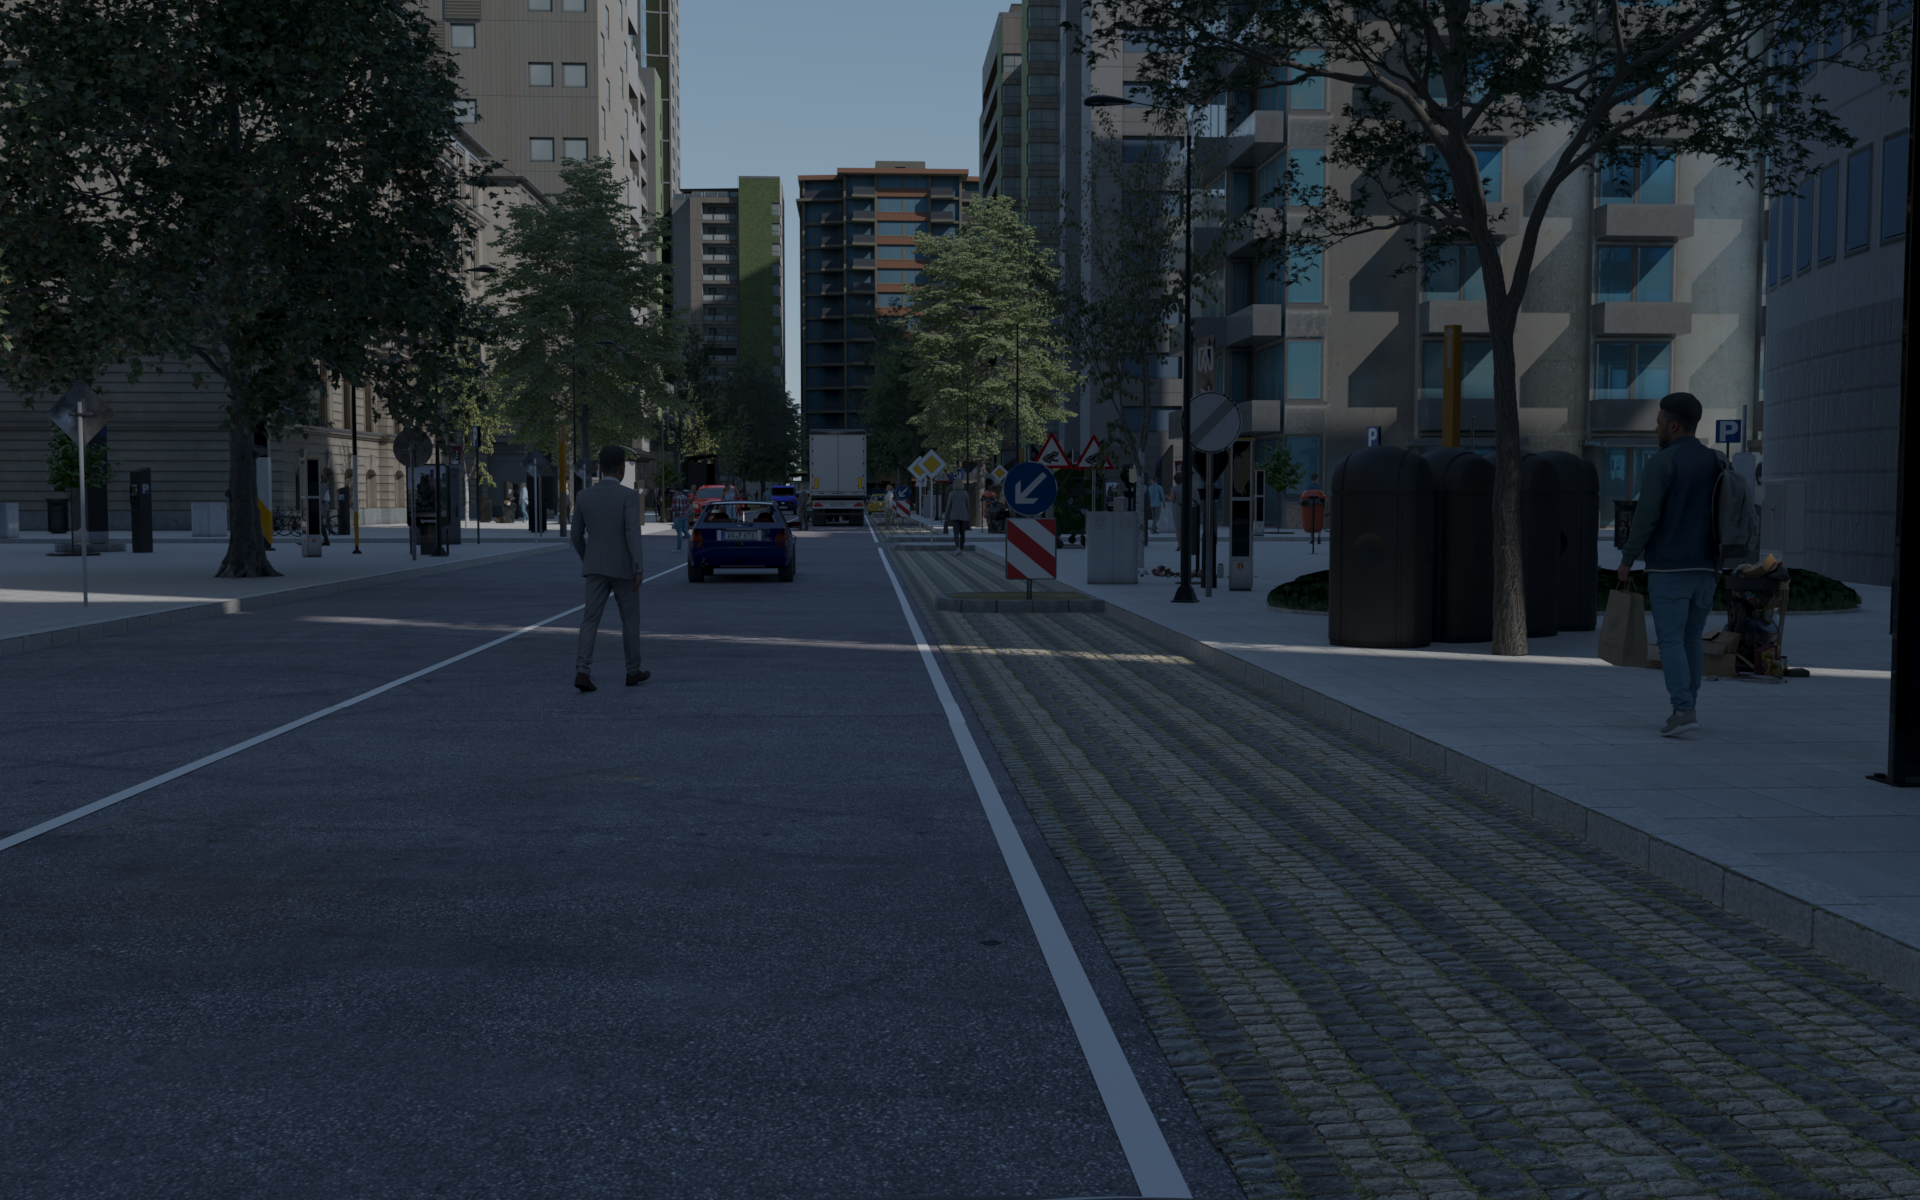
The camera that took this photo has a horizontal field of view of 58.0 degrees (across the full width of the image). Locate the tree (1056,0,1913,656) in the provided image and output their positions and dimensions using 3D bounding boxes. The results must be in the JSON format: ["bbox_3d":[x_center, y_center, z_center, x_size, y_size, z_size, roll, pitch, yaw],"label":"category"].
[{"bbox_3d":[4.568,-4.856,13.816,8.767,10.594,7.601,2,4,26],"label":"tree"}]

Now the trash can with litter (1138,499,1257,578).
[{"bbox_3d":[3.528,-0.988,27.210,1.678,1.210,2.233,-1,4,-20],"label":"trash can with litter"}]

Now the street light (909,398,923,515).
[{"bbox_3d":[-1.641,-6.771,83.243,1.470,5.913,1.316,0,4,-3],"label":"street light"}]

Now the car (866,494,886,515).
[{"bbox_3d":[-5.487,-6.708,119.899,2.015,1.641,3.980,0,4,-3],"label":"car"}]

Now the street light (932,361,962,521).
[{"bbox_3d":[-0.268,-5.393,60.709,1.470,5.913,1.316,0,4,-3],"label":"street light"}]

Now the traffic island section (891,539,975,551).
[{"bbox_3d":[-0.686,-1.368,44.644,2.009,0.180,2.903,0,4,-3],"label":"traffic island section"}]

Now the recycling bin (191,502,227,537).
[{"bbox_3d":[-22.651,-2.429,52.260,0.722,1.027,0.722,1,4,22],"label":"recycling bin"}]

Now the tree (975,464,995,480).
[{"bbox_3d":[1.669,-6.489,100.691,1.663,3.219,1.824,0,3,0],"label":"tree"}]

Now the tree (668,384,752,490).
[{"bbox_3d":[-16.484,-9.792,110.457,4.737,8.622,4.395,0,3,0],"label":"tree"}]

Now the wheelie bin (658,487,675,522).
[{"bbox_3d":[-13.201,-4.306,78.308,0.693,1.594,0.980,0,4,8],"label":"wheelie bin"}]

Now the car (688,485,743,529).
[{"bbox_3d":[-10.177,-3.911,72.615,2.281,1.827,5.304,0,4,-3],"label":"car"}]

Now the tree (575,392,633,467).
[{"bbox_3d":[-21.872,-9.603,107.375,4.360,8.622,3.978,0,3,0],"label":"tree"}]

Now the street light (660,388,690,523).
[{"bbox_3d":[-12.493,-6.323,75.916,1.470,5.913,1.316,0,4,-3],"label":"street light"}]

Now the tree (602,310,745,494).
[{"bbox_3d":[-14.875,-9.438,88.718,8.767,10.594,7.601,2,4,25],"label":"tree"}]

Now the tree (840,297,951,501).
[{"bbox_3d":[-5.059,-18.868,164.377,12.611,20.169,13.585,0,3,0],"label":"tree"}]

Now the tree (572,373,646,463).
[{"bbox_3d":[-20.728,-9.243,101.491,4.737,8.622,4.395,0,3,0],"label":"tree"}]

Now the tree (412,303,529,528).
[{"bbox_3d":[-18.589,-7.066,65.895,4.737,8.622,4.395,0,3,0],"label":"tree"}]

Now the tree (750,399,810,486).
[{"bbox_3d":[-20.968,-17.261,200.350,7.486,12.596,7.792,0,3,0],"label":"tree"}]

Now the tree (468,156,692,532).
[{"bbox_3d":[-12.696,-8.568,58.222,7.486,12.596,7.792,0,3,0],"label":"tree"}]

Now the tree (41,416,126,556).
[{"bbox_3d":[-18.483,-2.524,35.866,1.663,3.219,1.824,0,3,0],"label":"tree"}]

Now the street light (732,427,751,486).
[{"bbox_3d":[-15.237,-9.044,120.416,1.470,5.913,1.316,0,4,-3],"label":"street light"}]

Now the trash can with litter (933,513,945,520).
[{"bbox_3d":[-0.282,-4.541,85.303,2.233,1.210,1.678,0,4,4],"label":"trash can with litter"}]

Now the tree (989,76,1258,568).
[{"bbox_3d":[2.904,-4.871,30.005,4.360,8.622,3.978,0,3,0],"label":"tree"}]

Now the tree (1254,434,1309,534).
[{"bbox_3d":[10.439,-3.753,55.960,1.663,3.219,1.824,0,3,0],"label":"tree"}]

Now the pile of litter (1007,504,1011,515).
[{"bbox_3d":[2.579,-4.892,93.950,1.719,0.858,1.176,-1,4,-9],"label":"pile of litter"}]

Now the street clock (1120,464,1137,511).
[{"bbox_3d":[4.064,-2.257,41.473,0.471,2.002,0.358,-3,5,-40],"label":"street clock"}]

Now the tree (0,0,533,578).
[{"bbox_3d":[-11.138,-6.694,26.454,9.611,12.733,9.660,0,3,0],"label":"tree"}]

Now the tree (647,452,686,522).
[{"bbox_3d":[-13.487,-5.243,80.329,1.663,3.219,1.824,0,3,0],"label":"tree"}]

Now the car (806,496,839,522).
[{"bbox_3d":[-7.233,-4.821,90.614,2.131,1.459,4.920,0,4,-5],"label":"car"}]

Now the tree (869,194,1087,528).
[{"bbox_3d":[0.992,-9.017,65.560,7.486,12.596,7.792,0,3,0],"label":"tree"}]

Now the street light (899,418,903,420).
[{"bbox_3d":[-3.014,-8.125,105.391,1.470,5.913,1.316,0,4,-3],"label":"street light"}]

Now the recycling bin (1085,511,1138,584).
[{"bbox_3d":[2.181,-0.757,24.928,0.722,1.027,0.722,0,4,2],"label":"recycling bin"}]

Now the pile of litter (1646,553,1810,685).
[{"bbox_3d":[5.518,0.087,12.547,1.176,0.858,1.719,2,4,27],"label":"pile of litter"}]

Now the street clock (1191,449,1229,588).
[{"bbox_3d":[3.403,-1.166,23.635,0.471,2.002,0.358,0,4,-5],"label":"street clock"}]

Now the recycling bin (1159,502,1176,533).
[{"bbox_3d":[7.049,-2.739,57.339,0.722,1.027,0.722,-1,4,-20],"label":"recycling bin"}]

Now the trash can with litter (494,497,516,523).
[{"bbox_3d":[-19.949,-3.939,75.794,1.055,1.170,0.624,2,4,27],"label":"trash can with litter"}]

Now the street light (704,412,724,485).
[{"bbox_3d":[-13.916,-7.690,98.266,1.470,5.913,1.316,0,4,-3],"label":"street light"}]

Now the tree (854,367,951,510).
[{"bbox_3d":[-4.126,-13.659,140.327,9.611,12.733,9.660,0,3,0],"label":"tree"}]

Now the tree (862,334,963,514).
[{"bbox_3d":[-2.899,-11.487,113.566,9.928,11.665,9.643,0,3,0],"label":"tree"}]

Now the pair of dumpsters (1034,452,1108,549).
[{"bbox_3d":[2.612,-2.446,42.480,1.574,2.255,4.437,0,4,-3],"label":"pair of dumpsters"}]

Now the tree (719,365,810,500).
[{"bbox_3d":[-18.969,-15.947,167.382,9.857,13.997,8.962,0,3,0],"label":"tree"}]

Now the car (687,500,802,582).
[{"bbox_3d":[-3.676,-1.037,29.538,1.945,1.354,3.894,0,4,-5],"label":"car"}]

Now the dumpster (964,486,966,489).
[{"bbox_3d":[-0.125,-6.091,105.345,1.264,1.857,1.865,0,4,-4],"label":"dumpster"}]

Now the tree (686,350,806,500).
[{"bbox_3d":[-18.206,-14.448,146.586,12.009,13.543,11.850,0,3,0],"label":"tree"}]

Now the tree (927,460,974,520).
[{"bbox_3d":[-0.605,-5.704,87.854,1.663,3.219,1.824,0,3,0],"label":"tree"}]

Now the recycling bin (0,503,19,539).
[{"bbox_3d":[-27.794,-2.302,50.185,0.722,1.027,0.722,0,4,-4],"label":"recycling bin"}]

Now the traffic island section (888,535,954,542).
[{"bbox_3d":[-1.167,-1.855,52.615,2.009,0.180,2.903,0,4,-3],"label":"traffic island section"}]
